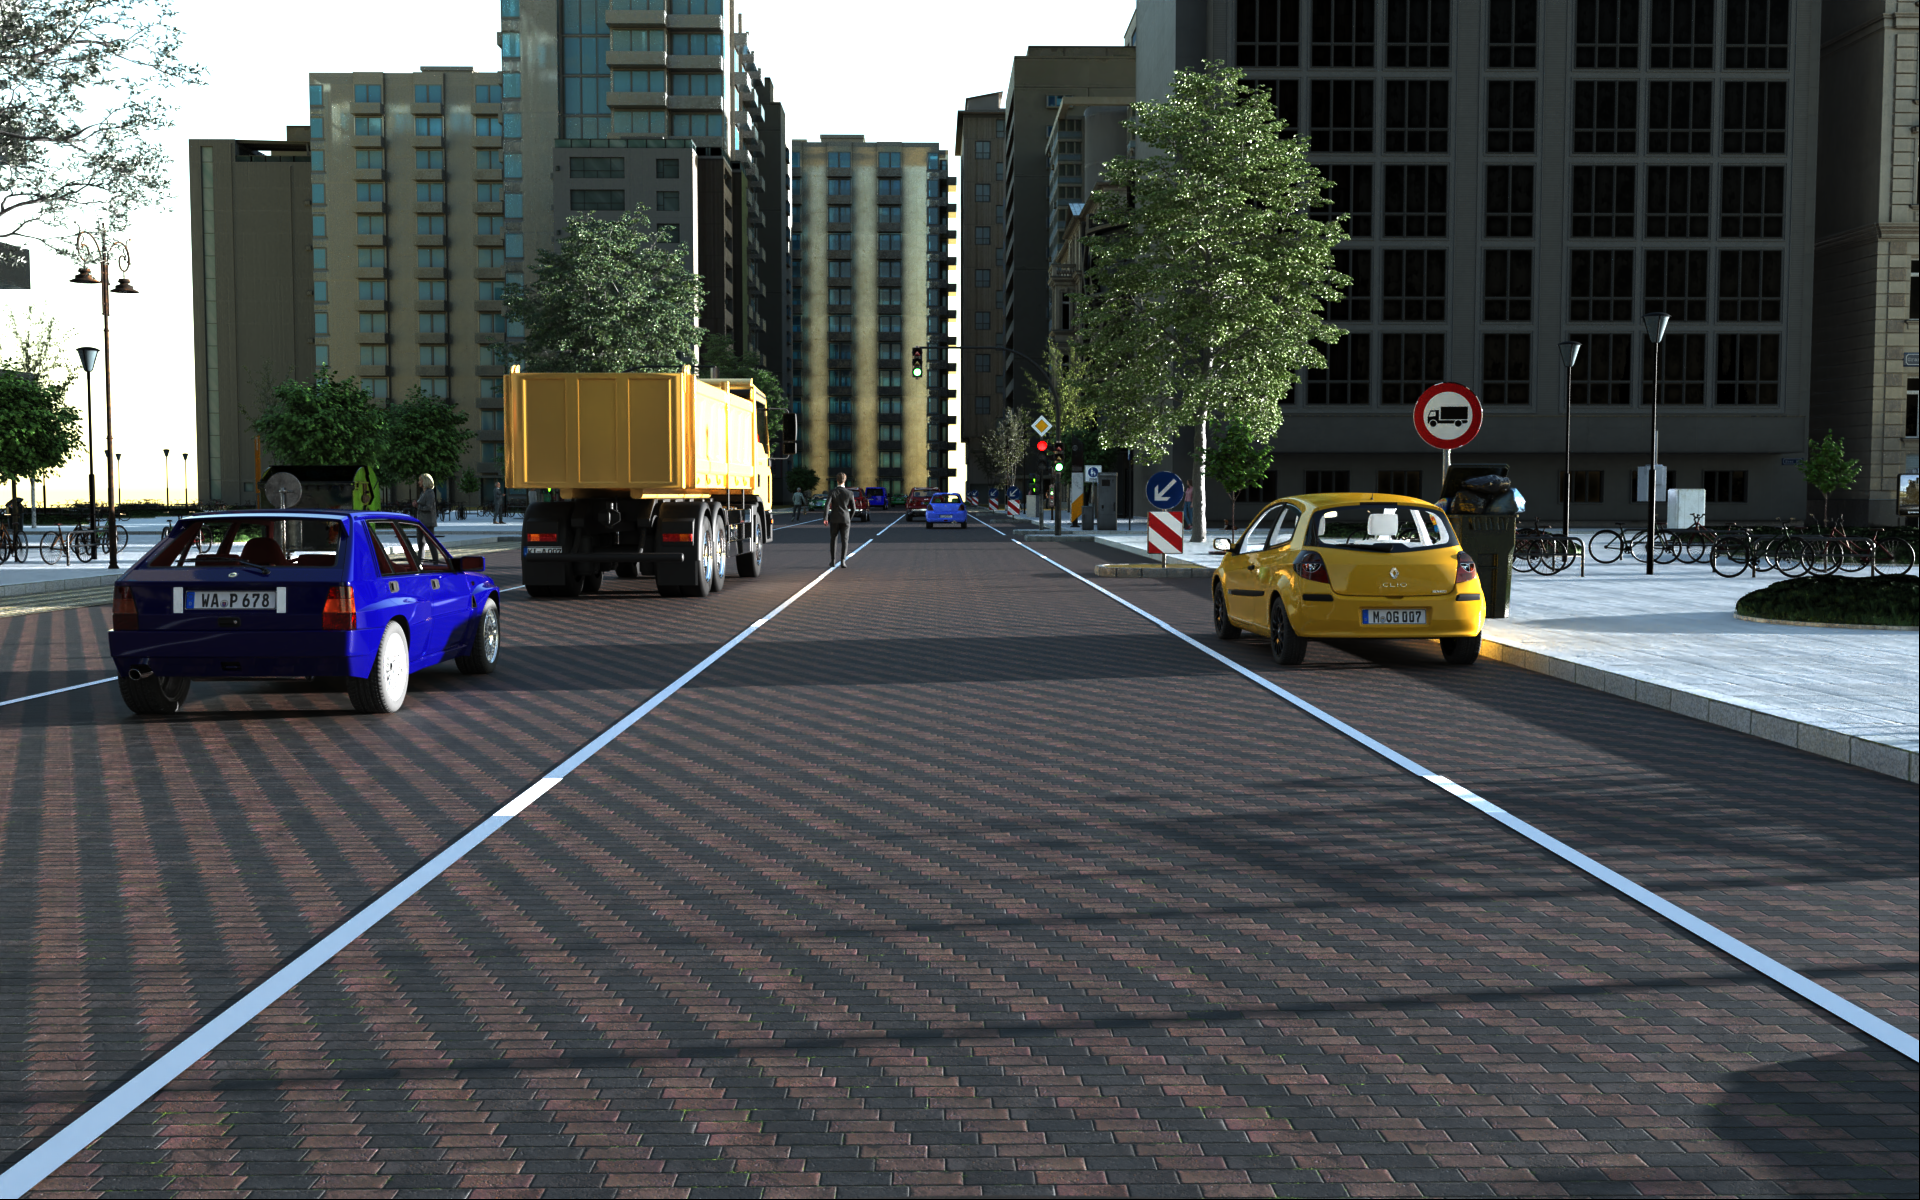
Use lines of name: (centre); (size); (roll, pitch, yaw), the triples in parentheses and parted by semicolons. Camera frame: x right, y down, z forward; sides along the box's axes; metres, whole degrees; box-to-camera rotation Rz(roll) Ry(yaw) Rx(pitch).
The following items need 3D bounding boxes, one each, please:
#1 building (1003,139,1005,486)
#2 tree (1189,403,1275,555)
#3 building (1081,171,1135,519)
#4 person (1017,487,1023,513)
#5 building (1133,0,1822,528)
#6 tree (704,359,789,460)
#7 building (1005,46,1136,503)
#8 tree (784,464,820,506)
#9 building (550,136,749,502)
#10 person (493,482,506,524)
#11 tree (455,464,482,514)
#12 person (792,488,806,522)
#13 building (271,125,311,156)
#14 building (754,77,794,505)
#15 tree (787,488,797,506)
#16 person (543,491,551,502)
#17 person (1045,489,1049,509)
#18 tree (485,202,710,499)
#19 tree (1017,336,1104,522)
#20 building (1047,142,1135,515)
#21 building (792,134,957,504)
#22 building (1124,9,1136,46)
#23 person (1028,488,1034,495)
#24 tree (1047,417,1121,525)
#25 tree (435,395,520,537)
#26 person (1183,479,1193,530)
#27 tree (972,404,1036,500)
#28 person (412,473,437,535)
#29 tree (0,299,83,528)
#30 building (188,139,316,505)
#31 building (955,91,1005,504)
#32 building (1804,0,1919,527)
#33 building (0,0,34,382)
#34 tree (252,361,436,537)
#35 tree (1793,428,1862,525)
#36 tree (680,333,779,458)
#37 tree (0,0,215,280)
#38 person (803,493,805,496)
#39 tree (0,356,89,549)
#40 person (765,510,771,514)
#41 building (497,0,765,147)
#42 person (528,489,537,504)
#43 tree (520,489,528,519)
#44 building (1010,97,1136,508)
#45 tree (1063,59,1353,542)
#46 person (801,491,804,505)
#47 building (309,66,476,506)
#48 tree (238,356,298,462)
building: (12.230, -33.834, 203.292); (14.600, 45.320, 14.200); (0, 4, -1)
tree: (5.921, -2.576, 36.726); (1.663, 3.219, 1.824); (0, 3, 0)
building: (14.872, -13.834, 93.639); (16.820, 18.784, 16.811); (0, 4, -1)
person: (4.110, -6.890, 119.043); (0.444, 1.785, 0.601); (3, 5, 42)
building: (19.676, -16.863, 69.220); (24.014, 27.812, 14.314); (0, 4, -1)
tree: (-16.580, -12.634, 132.317); (9.928, 11.665, 9.643); (0, 3, 0)
building: (15.912, -34.329, 184.976); (21.300, 48.544, 21.600); (0, 4, -1)
tree: (-17.304, -12.871, 194.152); (4.285, 4.588, 4.351); (0, 3, 0)
building: (-25.308, -22.762, 143.857); (14.160, 30.474, 14.107); (0, 4, -1)
person: (-19.871, -4.195, 74.803); (0.590, 1.801, 0.661); (0, 4, -2)
tree: (-31.309, -7.064, 110.099); (1.663, 3.219, 1.824); (0, 3, 0)
person: (-8.384, -4.982, 90.448); (0.782, 1.767, 0.515); (1, 4, 11)
building: (-76.805, -37.146, 231.042); (21.600, 48.544, 21.300); (0, 4, -1)
building: (-30.612, -35.182, 198.928); (21.600, 48.544, 21.300); (0, 4, -1)
tree: (-17.962, -11.855, 188.424); (1.663, 3.219, 1.824); (0, 3, 0)
person: (-22.029, -5.251, 92.151); (0.600, 1.795, 0.529); (-3, 5, -44)
person: (7.490, -8.592, 147.243); (0.721, 1.735, 1.217); (1, 4, 12)
tree: (-15.637, -10.336, 75.644); (9.857, 13.997, 8.962); (0, 3, 0)
tree: (4.956, -7.907, 79.644); (4.737, 8.622, 4.395); (0, 3, 0)
building: (13.310, -18.353, 119.156); (14.460, 24.649, 34.723); (0, 4, -1)
building: (-15.727, -37.538, 233.358); (30.456, 49.044, 23.786); (0, 4, -1)
building: (33.941, -40.223, 199.638); (28.212, 58.520, 21.231); (0, 4, -1)
person: (4.614, -6.541, 113.003); (0.388, 1.821, 0.555); (1, 4, 21)
tree: (5.208, -5.486, 73.407); (4.285, 4.588, 4.351); (0, 3, 0)
tree: (-16.032, -4.147, 51.519); (4.285, 4.588, 4.351); (0, 3, 0)
person: (8.204, -3.433, 62.180); (0.388, 1.821, 0.555); (-3, 5, -41)
tree: (4.150, -12.046, 147.311); (4.360, 8.622, 3.978); (0, 3, 0)
person: (-9.537, -1.351, 30.779); (0.526, 1.800, 0.537); (-2, 4, -28)
tree: (-34.977, -6.993, 64.695); (4.360, 8.622, 3.978); (0, 3, 0)
building: (-79.802, -31.731, 202.403); (14.086, 41.232, 14.154); (0, 4, -1)
building: (13.215, -39.531, 235.571); (27.495, 52.752, 28.713); (0, 4, -1)
building: (45.591, -16.620, 69.004); (25.104, 27.353, 12.463); (0, 4, -1)
building: (-40.080, -25.609, 38.318); (30.456, 49.044, 23.786); (0, 4, -1)
tree: (-15.745, -3.628, 43.030); (4.285, 4.588, 4.351); (0, 3, 0)
tree: (25.464, -3.425, 50.600); (1.663, 3.219, 1.824); (0, 3, 0)
tree: (-16.740, -12.513, 122.712); (7.486, 12.596, 7.792); (0, 3, 0)
tree: (-14.785, -6.797, 21.502); (12.009, 13.543, 11.850); (0, 3, 0)
person: (-17.865, -11.910, 200.855); (1.350, 1.814, 0.705); (-1, 4, -10)
tree: (-22.596, -3.511, 41.122); (4.285, 4.588, 4.351); (0, 3, 0)
person: (-10.457, -5.134, 92.799); (0.624, 1.780, 0.694); (1, 4, 19)
building: (-30.490, -33.393, 165.583); (23.786, 49.044, 30.456); (0, 4, -1)
person: (-19.904, -4.526, 80.800); (0.466, 1.731, 0.760); (-1, 4, -12)
tree: (-22.389, -6.448, 89.145); (4.285, 4.588, 4.351); (0, 3, 0)
building: (21.053, -28.787, 162.555); (32.217, 40.220, 23.993); (0, 4, -1)
tree: (6.780, -7.806, 45.755); (7.486, 12.596, 7.792); (0, 3, 0)
person: (-18.899, -12.366, 208.363); (0.705, 1.807, 1.348); (-3, 5, -40)
building: (-57.097, -35.326, 197.195); (30.456, 49.044, 23.786); (0, 4, -1)
tree: (-36.118, -8.654, 91.860); (4.360, 8.622, 3.978); (0, 3, 0)
